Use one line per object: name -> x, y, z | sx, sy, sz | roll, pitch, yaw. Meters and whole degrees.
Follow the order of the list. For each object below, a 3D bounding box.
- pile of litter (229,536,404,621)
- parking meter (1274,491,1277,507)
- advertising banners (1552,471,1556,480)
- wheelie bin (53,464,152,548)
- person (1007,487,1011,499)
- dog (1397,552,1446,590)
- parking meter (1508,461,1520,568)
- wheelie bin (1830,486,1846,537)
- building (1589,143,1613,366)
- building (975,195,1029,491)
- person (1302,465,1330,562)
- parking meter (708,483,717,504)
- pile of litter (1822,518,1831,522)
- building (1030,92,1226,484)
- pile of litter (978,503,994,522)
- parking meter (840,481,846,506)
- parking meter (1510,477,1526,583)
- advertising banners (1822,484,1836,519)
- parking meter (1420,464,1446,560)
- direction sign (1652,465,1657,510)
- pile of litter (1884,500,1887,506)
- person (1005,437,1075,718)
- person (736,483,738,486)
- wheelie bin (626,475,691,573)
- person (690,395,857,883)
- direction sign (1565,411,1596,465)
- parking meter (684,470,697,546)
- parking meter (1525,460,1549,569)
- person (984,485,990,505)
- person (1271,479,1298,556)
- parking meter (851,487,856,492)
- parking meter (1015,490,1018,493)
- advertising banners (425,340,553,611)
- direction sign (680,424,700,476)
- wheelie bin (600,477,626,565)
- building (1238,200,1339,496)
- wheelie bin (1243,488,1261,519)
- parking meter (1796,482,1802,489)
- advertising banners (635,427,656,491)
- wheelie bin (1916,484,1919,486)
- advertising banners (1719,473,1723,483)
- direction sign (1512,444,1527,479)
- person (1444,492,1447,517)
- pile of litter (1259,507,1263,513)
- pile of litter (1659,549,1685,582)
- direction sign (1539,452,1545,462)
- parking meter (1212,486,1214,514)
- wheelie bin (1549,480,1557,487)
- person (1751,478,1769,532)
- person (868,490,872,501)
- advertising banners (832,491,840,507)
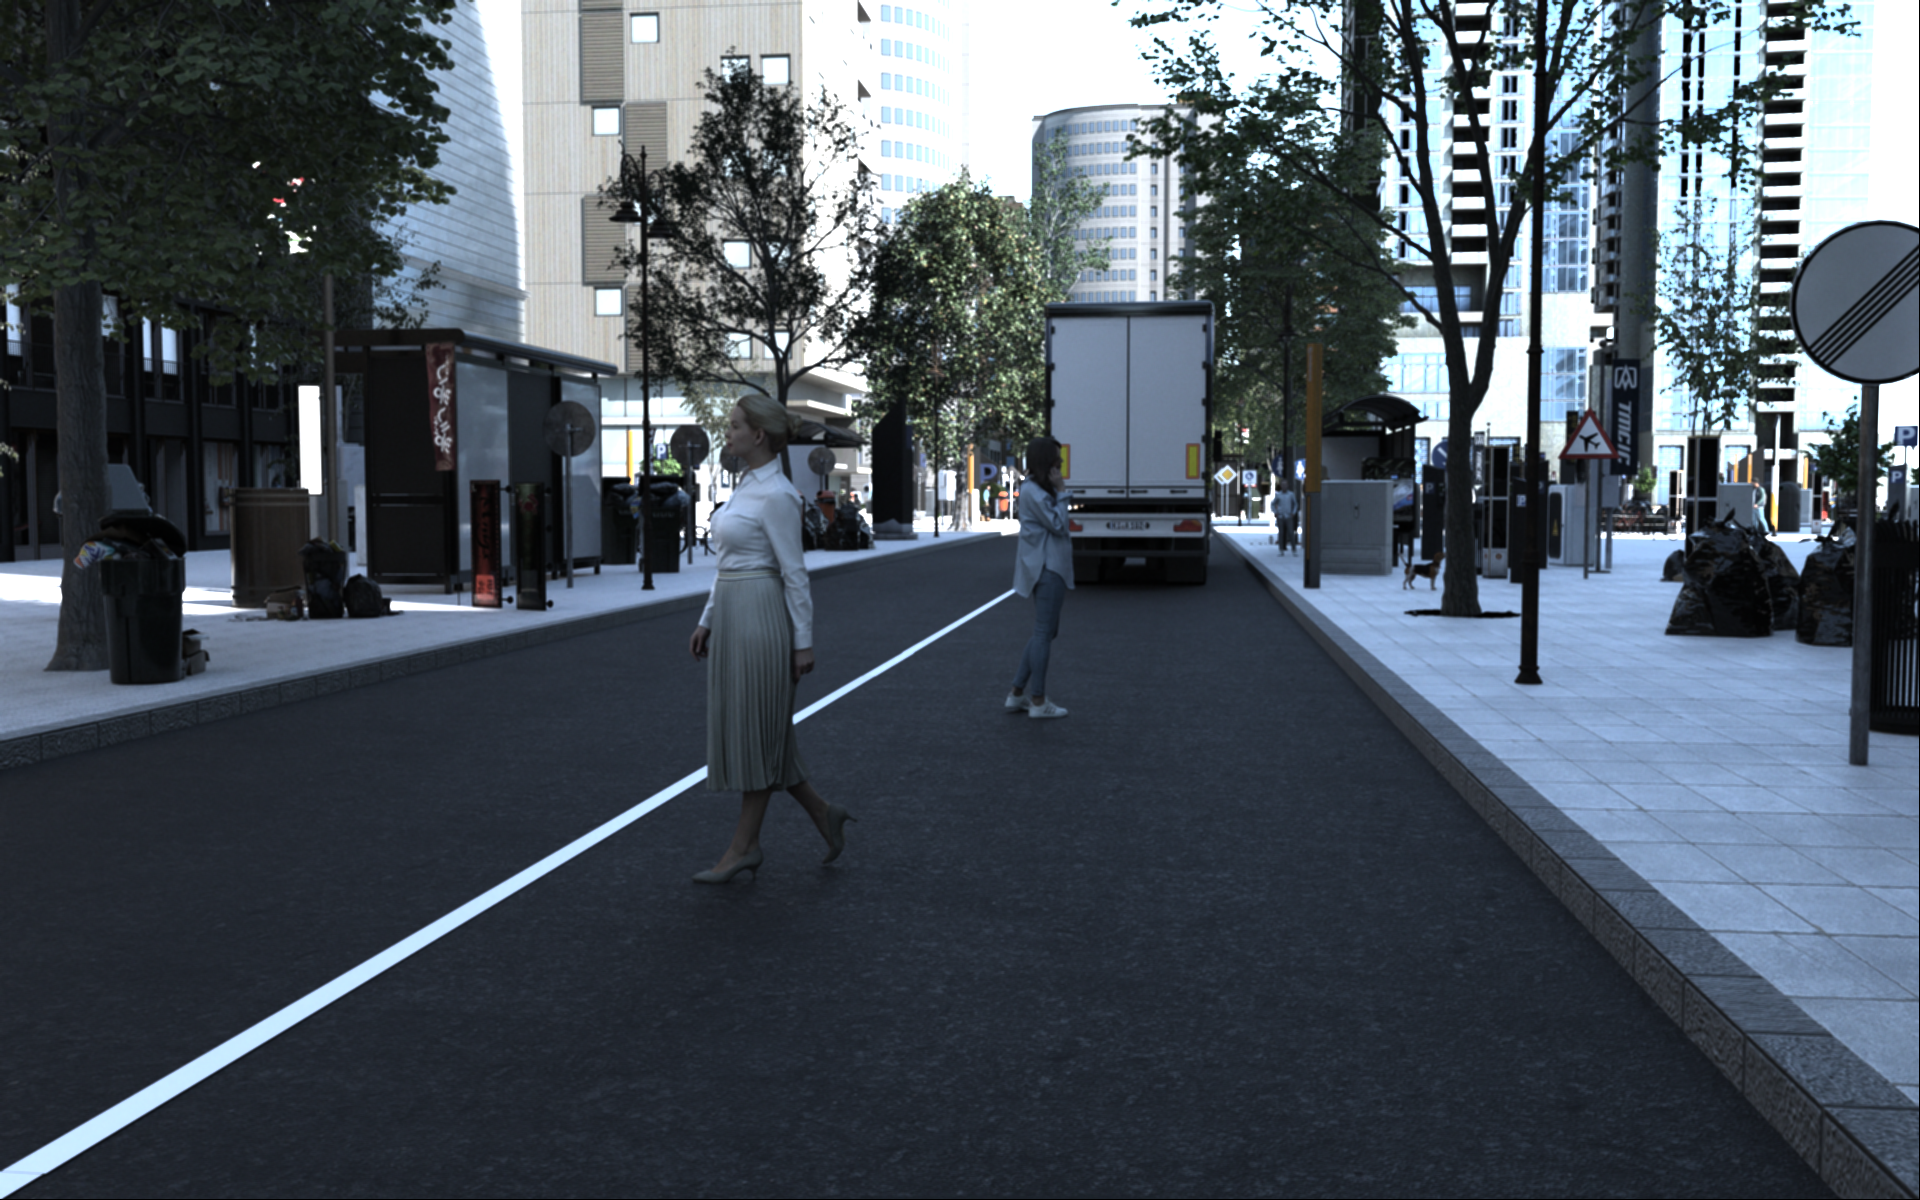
pile of litter -> -6.712, -0.250, 18.059 | 1.719, 0.858, 1.176 | -1, 4, -16
parking meter -> 27.407, -8.685, 150.402 | 0.372, 1.533, 0.369 | 0, 3, 0
advertising banners -> 45.258, -8.379, 133.184 | 0.090, 3.025, 2.074 | -1, 4, -8
wheelie bin -> -8.909, -0.615, 17.959 | 0.693, 1.594, 0.980 | 2, 4, 29
person -> 3.586, -7.415, 127.290 | 0.620, 1.820, 0.660 | 2, 4, 25
dog -> 6.215, -0.395, 23.294 | 0.540, 0.507, 0.406 | -1, 4, -9
parking meter -> 9.538, -1.490, 30.071 | 0.255, 1.863, 0.399 | 0, 4, 1
wheelie bin -> 26.262, -2.647, 51.184 | 0.980, 1.594, 0.693 | 0, 4, 2
building -> 82.415, -40.751, 255.517 | 27.495, 52.752, 28.713 | 0, 4, 7
building -> 2.849, -37.180, 258.000 | 14.200, 45.320, 14.600 | 0, 4, 7
person -> 6.725, -1.630, 32.669 | 0.580, 1.828, 0.573 | 1, 4, 19
parking meter -> -13.509, -5.434, 94.559 | 0.399, 1.863, 0.255 | -2, 4, -26
pile of litter -> 39.106, -3.995, 79.276 | 1.176, 0.858, 1.719 | 0, 4, -2
building -> 24.843, -43.771, 257.655 | 28.212, 58.520, 21.231 | 0, 4, 7
pile of litter -> 0.966, -4.014, 79.596 | 1.176, 0.858, 1.719 | 0, 4, -5
parking meter -> -5.378, -4.530, 79.769 | 0.255, 1.863, 0.399 | 0, 4, 0
parking meter -> 8.135, -1.012, 24.956 | 0.372, 1.533, 0.369 | 0, 3, 0
advertising banners -> 43.951, -5.627, 88.181 | 2.074, 3.025, 0.090 | 1, 4, 20
parking meter -> 9.191, -1.707, 33.628 | 0.255, 1.863, 0.399 | -3, 5, -41
direction sign -> 54.909, -8.865, 136.937 | 0.379, 3.537, 0.876 | 0, 4, 1
pile of litter -> 68.343, -6.930, 127.266 | 1.176, 0.858, 1.719 | -1, 4, -17
person -> 0.511, -0.146, 11.152 | 0.793, 1.790, 0.793 | -2, 4, -32
person -> -12.219, -5.550, 96.148 | 0.648, 1.900, 0.474 | 1, 4, 13
wheelie bin -> -4.874, -1.248, 28.317 | 0.980, 1.594, 0.693 | -1, 4, -19
person -> -0.698, 0.137, 6.487 | 0.641, 1.798, 0.478 | -1, 4, -16
direction sign -> 16.932, -3.383, 47.313 | 0.876, 3.537, 0.379 | -1, 4, -13
parking meter -> -6.634, -2.256, 42.594 | 0.255, 1.863, 0.399 | -1, 4, -15
parking meter -> 9.893, -1.473, 29.796 | 0.399, 1.863, 0.255 | 0, 4, 7
person -> 1.524, -5.685, 99.341 | 0.444, 1.785, 0.601 | 3, 4, 38
person -> 6.722, -1.715, 35.890 | 0.589, 1.601, 0.330 | 1, 4, 19
parking meter -> -9.386, -8.997, 152.808 | 0.399, 1.863, 0.255 | -3, 4, -38
parking meter -> 3.457, -5.736, 102.195 | 0.372, 1.533, 0.369 | 0, 3, 0
advertising banners -> -5.330, -1.425, 19.494 | 2.074, 3.025, 0.090 | 3, 4, 36
direction sign -> -8.805, -3.950, 56.573 | 0.876, 3.537, 0.379 | 3, 4, 38
wheelie bin -> -6.235, -1.450, 31.613 | 0.693, 1.594, 0.980 | 3, 5, 43
building -> 53.948, -36.736, 255.253 | 28.867, 44.769, 22.147 | 0, 4, 7
wheelie bin -> 14.774, -4.886, 87.787 | 0.980, 1.594, 0.693 | -2, 4, -31
parking meter -> 41.874, -4.940, 86.488 | 0.255, 1.863, 0.399 | 1, 4, 20
advertising banners -> -8.332, -2.966, 44.688 | 0.090, 3.025, 2.074 | 1, 4, 19
wheelie bin -> 32.285, -3.046, 57.703 | 0.980, 1.594, 0.693 | 0, 4, -7
advertising banners -> 63.116, -8.932, 142.217 | 0.090, 3.025, 2.074 | -3, 4, -37
direction sign -> 25.222, -5.247, 77.778 | 0.876, 3.537, 0.379 | 0, 4, 3
person -> 10.936, -1.966, 38.197 | 0.555, 1.821, 0.388 | -1, 4, -17
pile of litter -> 20.467, -6.486, 120.012 | 1.719, 0.858, 1.176 | 3, 5, 41
pile of litter -> 11.149, -0.709, 25.553 | 1.719, 0.858, 1.176 | 0, 4, 4
direction sign -> 31.335, -6.240, 94.014 | 0.379, 3.537, 0.876 | -3, 5, -41
parking meter -> 16.232, -6.406, 110.454 | 0.399, 1.863, 0.255 | 2, 4, 29
wheelie bin -> 13.468, -1.945, 39.709 | 0.693, 1.594, 0.980 | -1, 4, -12
person -> 24.478, -2.861, 53.165 | 0.721, 1.781, 0.623 | -1, 4, -19
person -> -5.715, -6.630, 114.464 | 0.660, 1.820, 0.620 | -1, 4, -15
advertising banners -> -7.542, -6.537, 103.062 | 0.090, 3.025, 2.074 | -3, 4, -38
